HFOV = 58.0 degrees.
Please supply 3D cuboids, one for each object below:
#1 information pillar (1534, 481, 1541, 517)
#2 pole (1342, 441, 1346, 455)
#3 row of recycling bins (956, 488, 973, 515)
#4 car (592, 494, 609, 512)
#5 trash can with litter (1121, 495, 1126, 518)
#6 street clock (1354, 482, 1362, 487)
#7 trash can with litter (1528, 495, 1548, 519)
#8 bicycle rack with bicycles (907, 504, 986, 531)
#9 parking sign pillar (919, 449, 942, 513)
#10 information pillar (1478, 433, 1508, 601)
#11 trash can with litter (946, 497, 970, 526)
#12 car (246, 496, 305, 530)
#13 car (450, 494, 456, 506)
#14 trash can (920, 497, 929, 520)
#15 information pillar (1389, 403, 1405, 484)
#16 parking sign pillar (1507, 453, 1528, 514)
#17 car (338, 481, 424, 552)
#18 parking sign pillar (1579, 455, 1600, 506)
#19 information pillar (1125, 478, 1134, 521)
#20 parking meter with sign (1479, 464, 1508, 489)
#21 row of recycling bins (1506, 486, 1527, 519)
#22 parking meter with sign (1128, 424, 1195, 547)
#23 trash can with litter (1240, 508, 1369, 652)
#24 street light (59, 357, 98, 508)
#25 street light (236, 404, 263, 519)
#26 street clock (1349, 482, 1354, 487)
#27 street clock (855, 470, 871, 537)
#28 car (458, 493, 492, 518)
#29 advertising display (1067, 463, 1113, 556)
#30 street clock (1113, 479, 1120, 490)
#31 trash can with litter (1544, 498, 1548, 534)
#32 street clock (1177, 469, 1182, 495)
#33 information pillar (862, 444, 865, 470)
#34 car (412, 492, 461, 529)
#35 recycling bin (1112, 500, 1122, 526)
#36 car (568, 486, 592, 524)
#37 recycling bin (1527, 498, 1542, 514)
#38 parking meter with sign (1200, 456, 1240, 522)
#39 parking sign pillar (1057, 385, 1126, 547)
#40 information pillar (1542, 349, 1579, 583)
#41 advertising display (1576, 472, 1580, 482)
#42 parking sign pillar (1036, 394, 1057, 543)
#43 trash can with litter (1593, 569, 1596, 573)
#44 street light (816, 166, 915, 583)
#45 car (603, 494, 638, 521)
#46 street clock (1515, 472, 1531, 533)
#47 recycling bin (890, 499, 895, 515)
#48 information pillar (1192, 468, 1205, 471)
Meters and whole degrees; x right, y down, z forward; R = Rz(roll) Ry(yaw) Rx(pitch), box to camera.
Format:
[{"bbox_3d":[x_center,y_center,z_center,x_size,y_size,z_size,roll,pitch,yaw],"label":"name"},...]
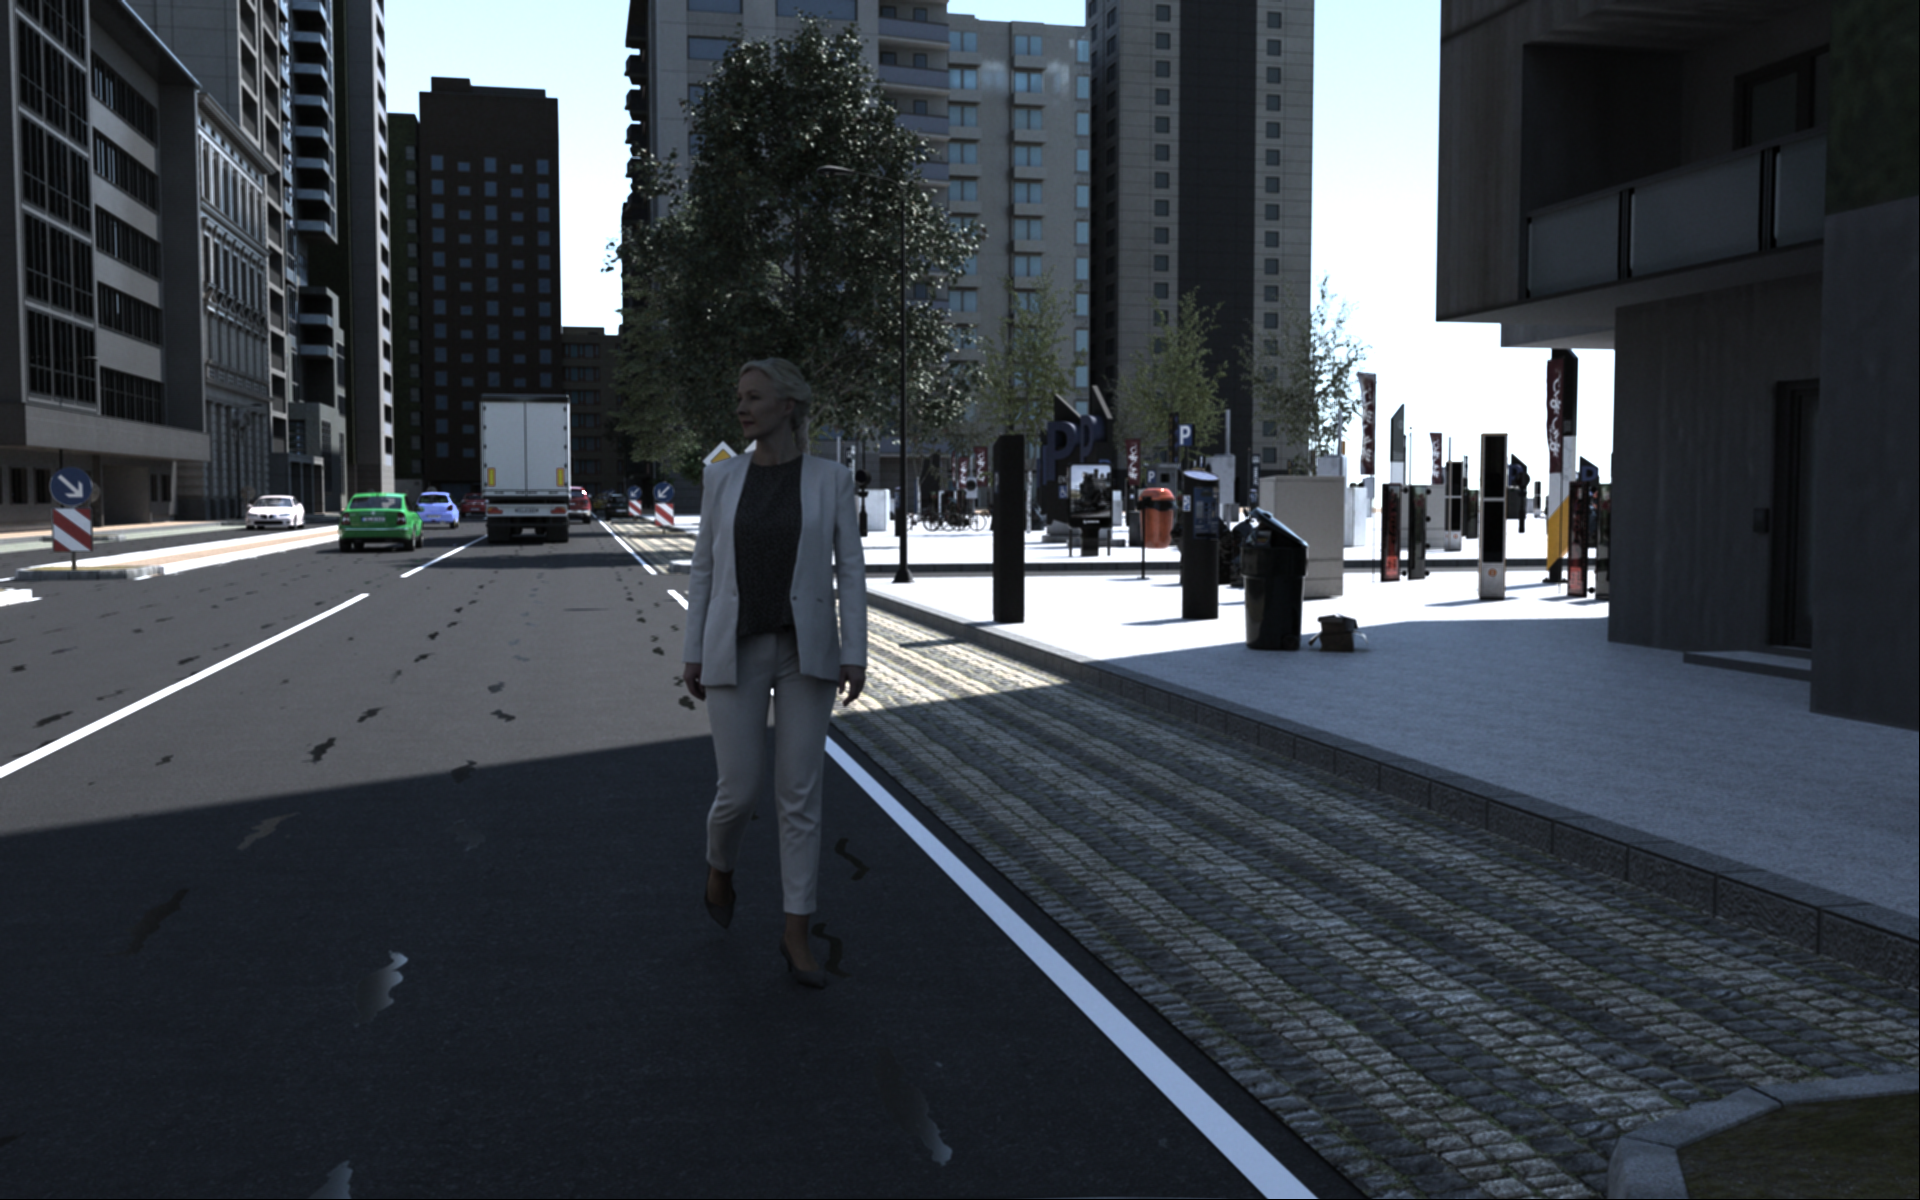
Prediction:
[{"bbox_3d":[32.344,-5.658,97.005,0.304,2.012,0.304,0,4,-3],"label":"information pillar"},{"bbox_3d":[14.656,-4.428,66.240,0.158,3.312,0.155,0,3,0],"label":"pole"},{"bbox_3d":[0.260,-6.072,106.389,1.069,1.692,3.534,0,4,4],"label":"row of recycling bins"},{"bbox_3d":[-28.995,-8.009,141.170,2.015,1.641,3.980,-1,4,-11],"label":"car"},{"bbox_3d":[9.270,-5.029,93.283,2.233,1.210,1.678,1,4,9],"label":"trash can with litter"},{"bbox_3d":[24.746,-6.253,106.812,0.471,2.002,0.358,1,4,20],"label":"street clock"},{"bbox_3d":[30.846,-4.894,91.070,1.678,1.210,2.233,-2,4,-29],"label":"trash can with litter"},{"bbox_3d":[-0.436,-2.872,60.332,2.925,0.926,2.852,1,4,22],"label":"bicycle rack with bicycles"},{"bbox_3d":[-1.734,-7.006,103.016,1.447,3.967,1.447,1,4,19],"label":"parking sign pillar"},{"bbox_3d":[6.448,-1.008,20.968,0.304,2.012,0.304,1,4,13],"label":"information pillar"},{"bbox_3d":[-0.034,-3.608,70.374,1.055,1.170,0.624,2,4,31],"label":"trash can with litter"},{"bbox_3d":[-27.986,-3.579,70.875,2.083,1.381,4.827,-1,4,-14],"label":"car"},{"bbox_3d":[-50.666,-9.823,170.398,2.009,1.686,4.222,-1,4,-11],"label":"car"},{"bbox_3d":[-1.705,-4.470,84.738,0.748,1.137,0.748,0,3,0],"label":"trash can"},{"bbox_3d":[11.253,-3.256,44.588,0.504,3.616,0.183,-3,4,-37],"label":"information pillar"},{"bbox_3d":[36.191,-7.584,112.476,1.447,3.967,1.447,-2,4,-30],"label":"parking sign pillar"},{"bbox_3d":[-14.849,-2.186,44.534,1.959,1.807,4.718,-1,4,-13],"label":"car"},{"bbox_3d":[43.414,-8.014,119.500,1.447,3.967,1.447,0,4,5],"label":"parking sign pillar"},{"bbox_3d":[7.843,-4.619,80.020,0.304,2.012,0.304,2,4,30],"label":"information pillar"},{"bbox_3d":[24.919,-5.232,81.798,1.738,3.016,0.543,2,4,34],"label":"parking meter with sign"},{"bbox_3d":[28.284,-5.056,89.777,1.069,1.692,3.534,-1,4,-9],"label":"row of recycling bins"},{"bbox_3d":[4.949,-2.841,42.706,1.738,3.016,0.543,-2,4,-34],"label":"parking meter with sign"},{"bbox_3d":[2.845,-0.180,14.332,1.055,1.170,0.624,1,4,14],"label":"trash can with litter"},{"bbox_3d":[-29.901,-5.270,58.708,1.470,5.913,1.316,-1,4,-13],"label":"street light"},{"bbox_3d":[-36.558,-7.129,89.099,1.470,5.913,1.316,-1,4,-13],"label":"street light"},{"bbox_3d":[24.438,-6.307,107.687,0.471,2.002,0.358,-2,4,-30],"label":"street clock"},{"bbox_3d":[-2.893,-2.884,51.725,0.471,2.002,0.358,3,5,40],"label":"street clock"},{"bbox_3d":[-29.955,-6.002,107.166,2.155,1.783,4.494,-1,4,-14],"label":"car"},{"bbox_3d":[2.679,-1.868,35.752,0.974,1.923,0.123,-1,4,-17],"label":"advertising display"},{"bbox_3d":[7.568,-4.908,84.815,0.471,2.002,0.358,-1,4,-22],"label":"street clock"},{"bbox_3d":[19.203,-2.683,55.250,1.055,1.170,0.624,2,4,33],"label":"trash can with litter"},{"bbox_3d":[5.639,-2.538,46.067,0.471,2.002,0.358,0,4,0],"label":"street clock"},{"bbox_3d":[-3.751,-4.650,67.377,0.183,3.616,0.504,0,4,-5],"label":"information pillar"},{"bbox_3d":[-21.893,-3.839,72.366,1.945,1.707,3.694,-1,4,-14],"label":"car"},{"bbox_3d":[6.082,-3.476,69.379,0.722,1.027,0.722,0,4,-8],"label":"recycling bin"},{"bbox_3d":[-19.171,-4.658,84.833,2.281,1.827,5.304,-1,4,-14],"label":"car"},{"bbox_3d":[37.864,-6.221,114.271,0.722,1.027,0.722,-2,4,-30],"label":"recycling bin"},{"bbox_3d":[11.840,-5.054,78.897,1.738,3.016,0.543,0,4,-6],"label":"parking meter with sign"},{"bbox_3d":[3.343,-3.296,42.359,1.447,3.967,1.447,-1,4,-13],"label":"parking sign pillar"},{"bbox_3d":[8.645,-2.050,24.875,0.183,3.616,0.504,-1,4,-23],"label":"information pillar"},{"bbox_3d":[17.312,-2.710,49.521,0.974,1.923,0.123,-2,4,-29],"label":"advertising display"},{"bbox_3d":[2.891,-3.523,46.075,1.447,3.967,1.447,-3,5,-40],"label":"parking sign pillar"},{"bbox_3d":[10.276,-0.918,26.397,1.055,1.170,0.624,0,4,0],"label":"trash can with litter"},{"bbox_3d":[-1.348,-3.197,24.813,1.470,5.913,1.316,-1,4,-13],"label":"street light"},{"bbox_3d":[-18.178,-5.090,93.009,2.009,1.686,4.222,-1,4,-11],"label":"car"},{"bbox_3d":[18.497,-3.205,56.975,0.471,2.002,0.358,2,4,24],"label":"street clock"},{"bbox_3d":[-3.854,-5.151,96.768,0.722,1.027,0.722,1,4,13],"label":"recycling bin"},{"bbox_3d":[6.816,-2.761,49.626,0.304,2.012,0.304,0,4,-6],"label":"information pillar"}]
